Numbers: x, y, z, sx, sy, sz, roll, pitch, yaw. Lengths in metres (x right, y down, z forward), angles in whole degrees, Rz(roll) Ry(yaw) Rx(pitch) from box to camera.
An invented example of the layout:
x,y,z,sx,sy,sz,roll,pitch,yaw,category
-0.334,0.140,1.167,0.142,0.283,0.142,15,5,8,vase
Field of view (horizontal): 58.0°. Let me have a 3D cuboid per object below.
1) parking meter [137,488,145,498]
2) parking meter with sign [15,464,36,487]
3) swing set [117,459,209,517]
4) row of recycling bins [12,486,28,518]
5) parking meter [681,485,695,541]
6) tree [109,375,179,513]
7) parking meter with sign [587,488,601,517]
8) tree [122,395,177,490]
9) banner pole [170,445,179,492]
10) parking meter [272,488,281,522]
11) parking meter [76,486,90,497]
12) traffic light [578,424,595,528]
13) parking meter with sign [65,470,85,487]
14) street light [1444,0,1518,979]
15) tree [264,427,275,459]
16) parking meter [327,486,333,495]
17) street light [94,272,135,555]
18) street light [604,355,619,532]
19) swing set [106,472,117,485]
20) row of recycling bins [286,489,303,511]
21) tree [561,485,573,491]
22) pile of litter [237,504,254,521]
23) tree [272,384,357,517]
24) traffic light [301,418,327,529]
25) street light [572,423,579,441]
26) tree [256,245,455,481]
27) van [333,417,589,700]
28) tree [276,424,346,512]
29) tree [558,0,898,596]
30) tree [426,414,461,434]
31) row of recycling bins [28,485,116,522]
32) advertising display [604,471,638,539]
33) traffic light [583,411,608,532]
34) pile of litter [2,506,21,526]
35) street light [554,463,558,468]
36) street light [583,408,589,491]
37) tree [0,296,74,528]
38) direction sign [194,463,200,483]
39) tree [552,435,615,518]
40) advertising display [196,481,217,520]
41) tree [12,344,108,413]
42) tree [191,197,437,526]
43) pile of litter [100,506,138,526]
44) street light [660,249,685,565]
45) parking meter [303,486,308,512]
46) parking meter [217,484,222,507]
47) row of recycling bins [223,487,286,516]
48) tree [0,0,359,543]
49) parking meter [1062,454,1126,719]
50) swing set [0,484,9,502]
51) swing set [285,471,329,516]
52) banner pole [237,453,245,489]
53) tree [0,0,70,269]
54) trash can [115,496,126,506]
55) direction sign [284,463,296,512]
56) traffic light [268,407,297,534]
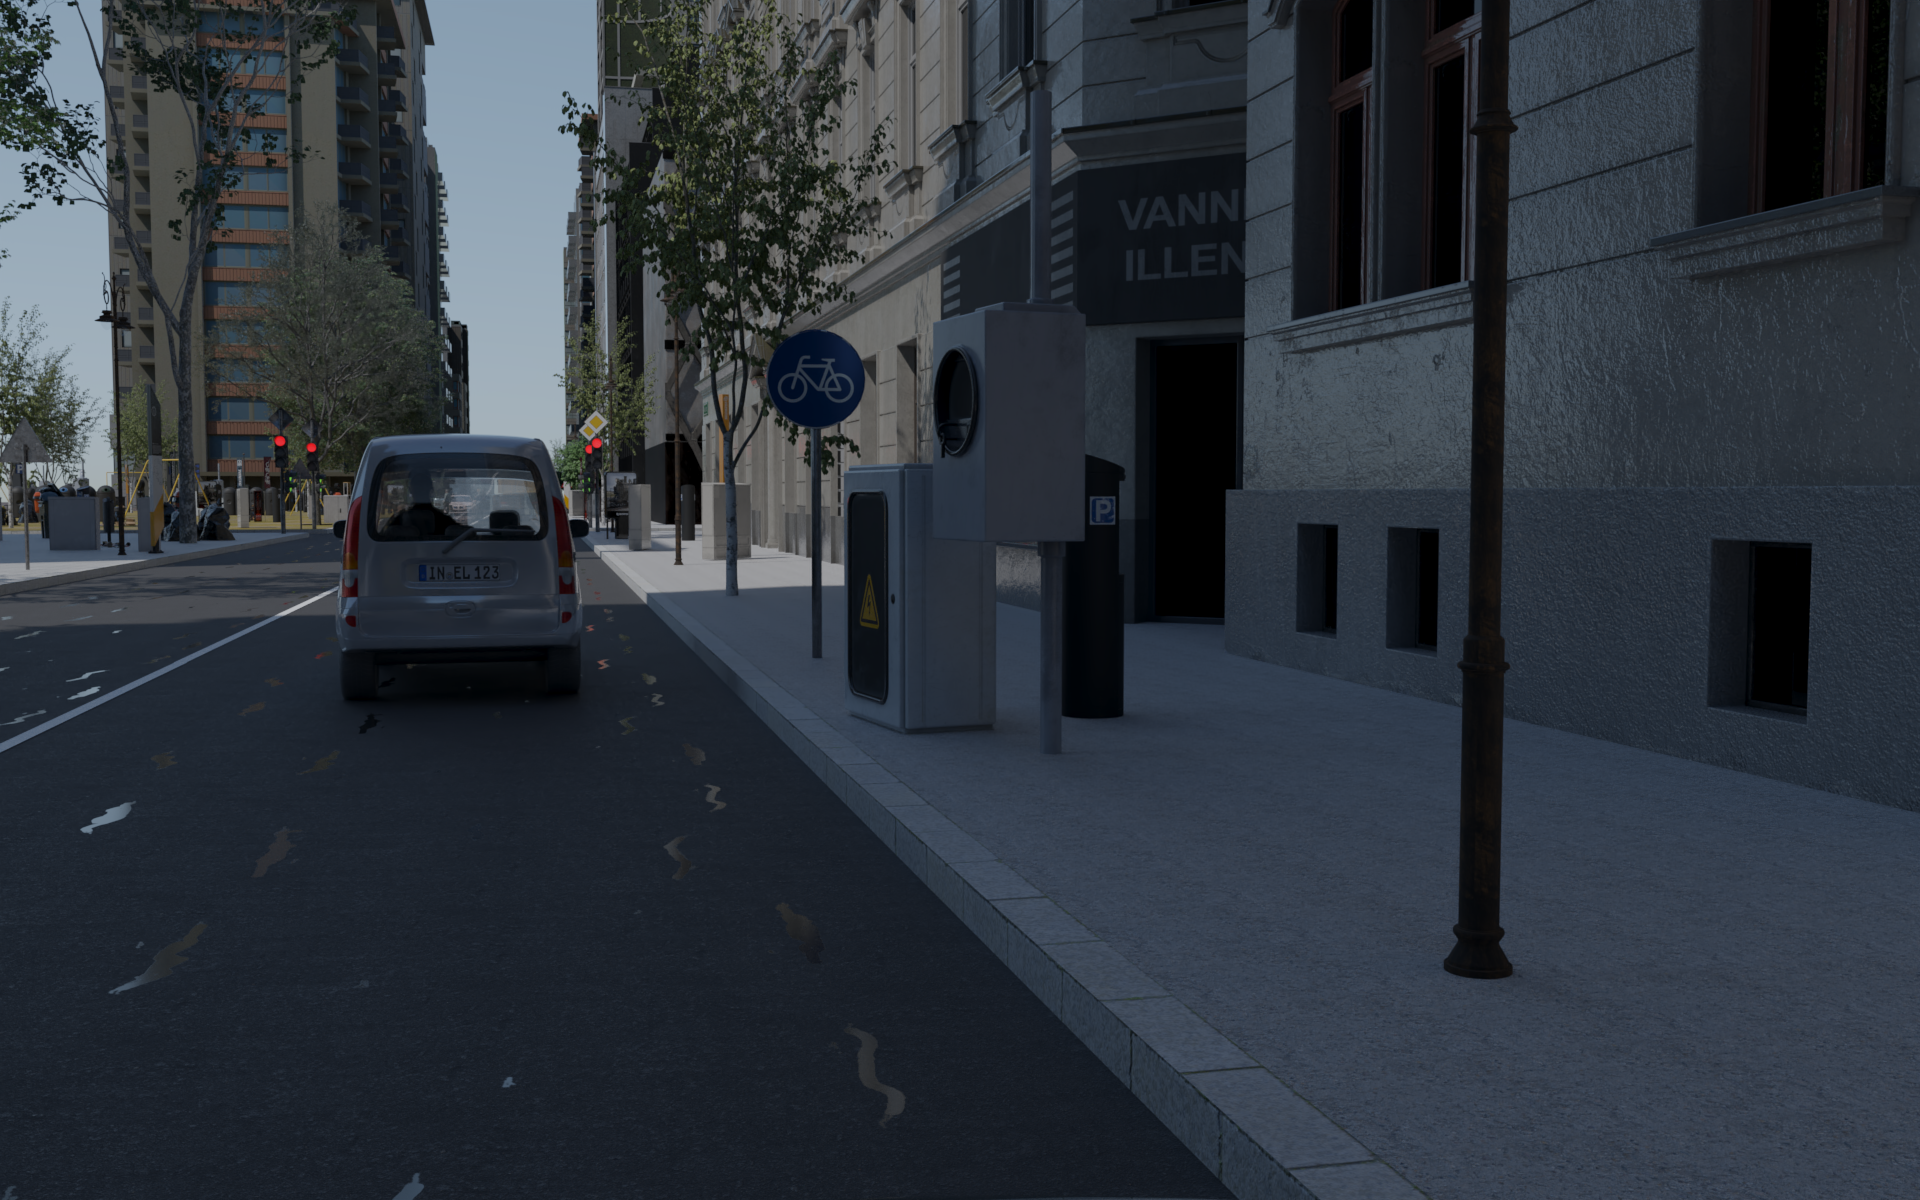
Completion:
x,y,z,sx,sy,sz,roll,pitch,yaw,category
-54.174,-6.660,114.607,0.399,1.863,0.255,1,4,9,parking meter
-54.209,-6.399,100.883,1.738,3.016,0.543,2,4,29,parking meter with sign
-35.536,-4.914,77.963,3.119,2.851,2.862,2,4,32,swing set
-50.479,-5.317,94.046,1.069,1.692,3.534,0,4,-7,row of recycling bins
-7.463,-2.394,47.547,0.372,1.533,0.369,0,3,0,parking meter
-50.561,-9.673,108.514,4.737,8.622,4.395,0,3,0,tree
-20.475,-6.167,97.096,1.738,3.016,0.543,3,5,44,parking meter with sign
-59.973,-10.886,128.345,4.360,8.622,3.978,0,3,0,tree
-41.008,-6.154,90.642,0.401,3.779,0.863,1,4,22,banner pole
-30.944,-4.284,78.453,0.372,1.533,0.369,0,3,0,parking meter
-26.921,-2.740,53.210,0.372,1.533,0.369,0,3,0,parking meter
-14.122,-4.714,65.993,0.839,4.253,0.868,-1,4,-14,traffic light
-63.011,-7.736,122.745,0.543,3.016,1.738,3,5,39,parking meter with sign
1.395,-1.939,4.486,0.468,5.910,1.993,-1,4,-14,street light
-47.546,-10.612,123.875,4.737,8.622,4.395,0,3,0,tree
-48.048,-7.731,132.118,0.255,1.863,0.399,3,4,38,parking meter
-17.592,-3.877,36.184,0.468,5.910,1.993,-1,4,-14,street light
-11.624,-5.199,57.790,0.468,5.910,1.993,-1,4,-14,street light
-59.187,-7.710,123.670,3.119,2.851,2.862,-2,4,-27,swing set
-50.754,-7.605,131.459,1.069,1.692,3.534,1,4,13,row of recycling bins
-42.724,-11.927,189.614,1.663,3.219,1.824,0,3,0,tree
-34.396,-4.268,83.751,1.176,0.858,1.719,0,4,0,pile of litter
-36.386,-8.981,97.206,4.360,8.622,3.978,0,3,0,tree
-23.748,-4.570,63.635,0.839,4.253,0.868,-1,4,-14,traffic light
-24.702,-8.473,111.317,0.468,5.910,1.993,-1,4,-14,street light
-30.530,-11.058,87.451,9.857,13.997,8.962,0,3,0,tree
-3.897,-0.402,13.578,2.013,2.044,4.112,-1,4,-15,van
-42.163,-10.004,113.925,4.737,8.622,4.395,0,3,0,tree
-2.842,-4.347,21.428,4.737,8.622,4.395,0,3,0,tree
-46.157,-12.471,154.257,4.360,8.622,3.978,0,3,0,tree
-40.884,-4.463,80.084,3.534,1.692,1.069,0,4,-6,row of recycling bins
-9.659,-2.700,49.362,0.974,1.923,0.123,-2,4,-33,advertising display
-12.228,-4.239,58.235,0.839,4.253,0.868,-1,4,-14,traffic light
-39.050,-3.443,70.261,1.719,0.858,1.176,-2,4,-32,pile of litter
-49.545,-14.694,213.038,0.468,5.910,1.993,-1,4,-14,street light
-18.217,-6.863,85.000,0.468,5.910,1.993,-1,4,-14,street light
-35.712,-7.032,65.339,4.737,8.622,4.395,0,3,0,tree
-56.407,-8.295,127.616,0.876,3.537,0.379,1,4,9,direction sign
-20.202,-6.681,92.944,4.285,4.588,4.351,0,3,0,tree
-36.255,-4.782,83.400,0.123,1.923,0.974,3,4,39,advertising display
-44.724,-8.265,85.493,4.360,8.622,3.978,0,3,0,tree
-26.319,-9.820,70.921,12.009,13.543,11.850,0,3,0,tree
-33.965,-3.441,70.218,1.719,0.858,1.176,-2,4,-23,pile of litter
-5.085,-3.567,31.114,0.468,5.910,1.993,-1,4,-14,street light
-45.661,-7.040,120.807,0.255,1.863,0.399,-2,4,-34,parking meter
-41.048,-5.511,95.810,0.255,1.863,0.399,1,4,16,parking meter
-42.417,-5.903,103.622,3.534,1.692,1.069,1,4,9,row of recycling bins
-21.505,-11.574,45.117,12.611,20.169,13.585,0,3,0,tree
0.765,-0.098,10.019,0.372,1.533,0.369,0,3,0,parking meter
-64.686,-7.239,115.971,2.862,2.851,3.119,-1,4,-21,swing set
-38.375,-6.392,102.133,2.862,2.851,3.119,0,4,-8,swing set
-43.988,-7.099,106.085,0.863,3.779,0.401,2,4,28,banner pole
-15.532,-5.929,22.698,9.928,11.665,9.643,0,3,0,tree
-50.417,-5.643,103.911,0.748,1.137,0.748,0,3,0,trash can
-48.910,-8.214,126.299,0.876,3.537,0.379,-1,4,-9,direction sign
-21.853,-4.095,55.877,0.839,4.253,0.868,-1,4,-14,traffic light
